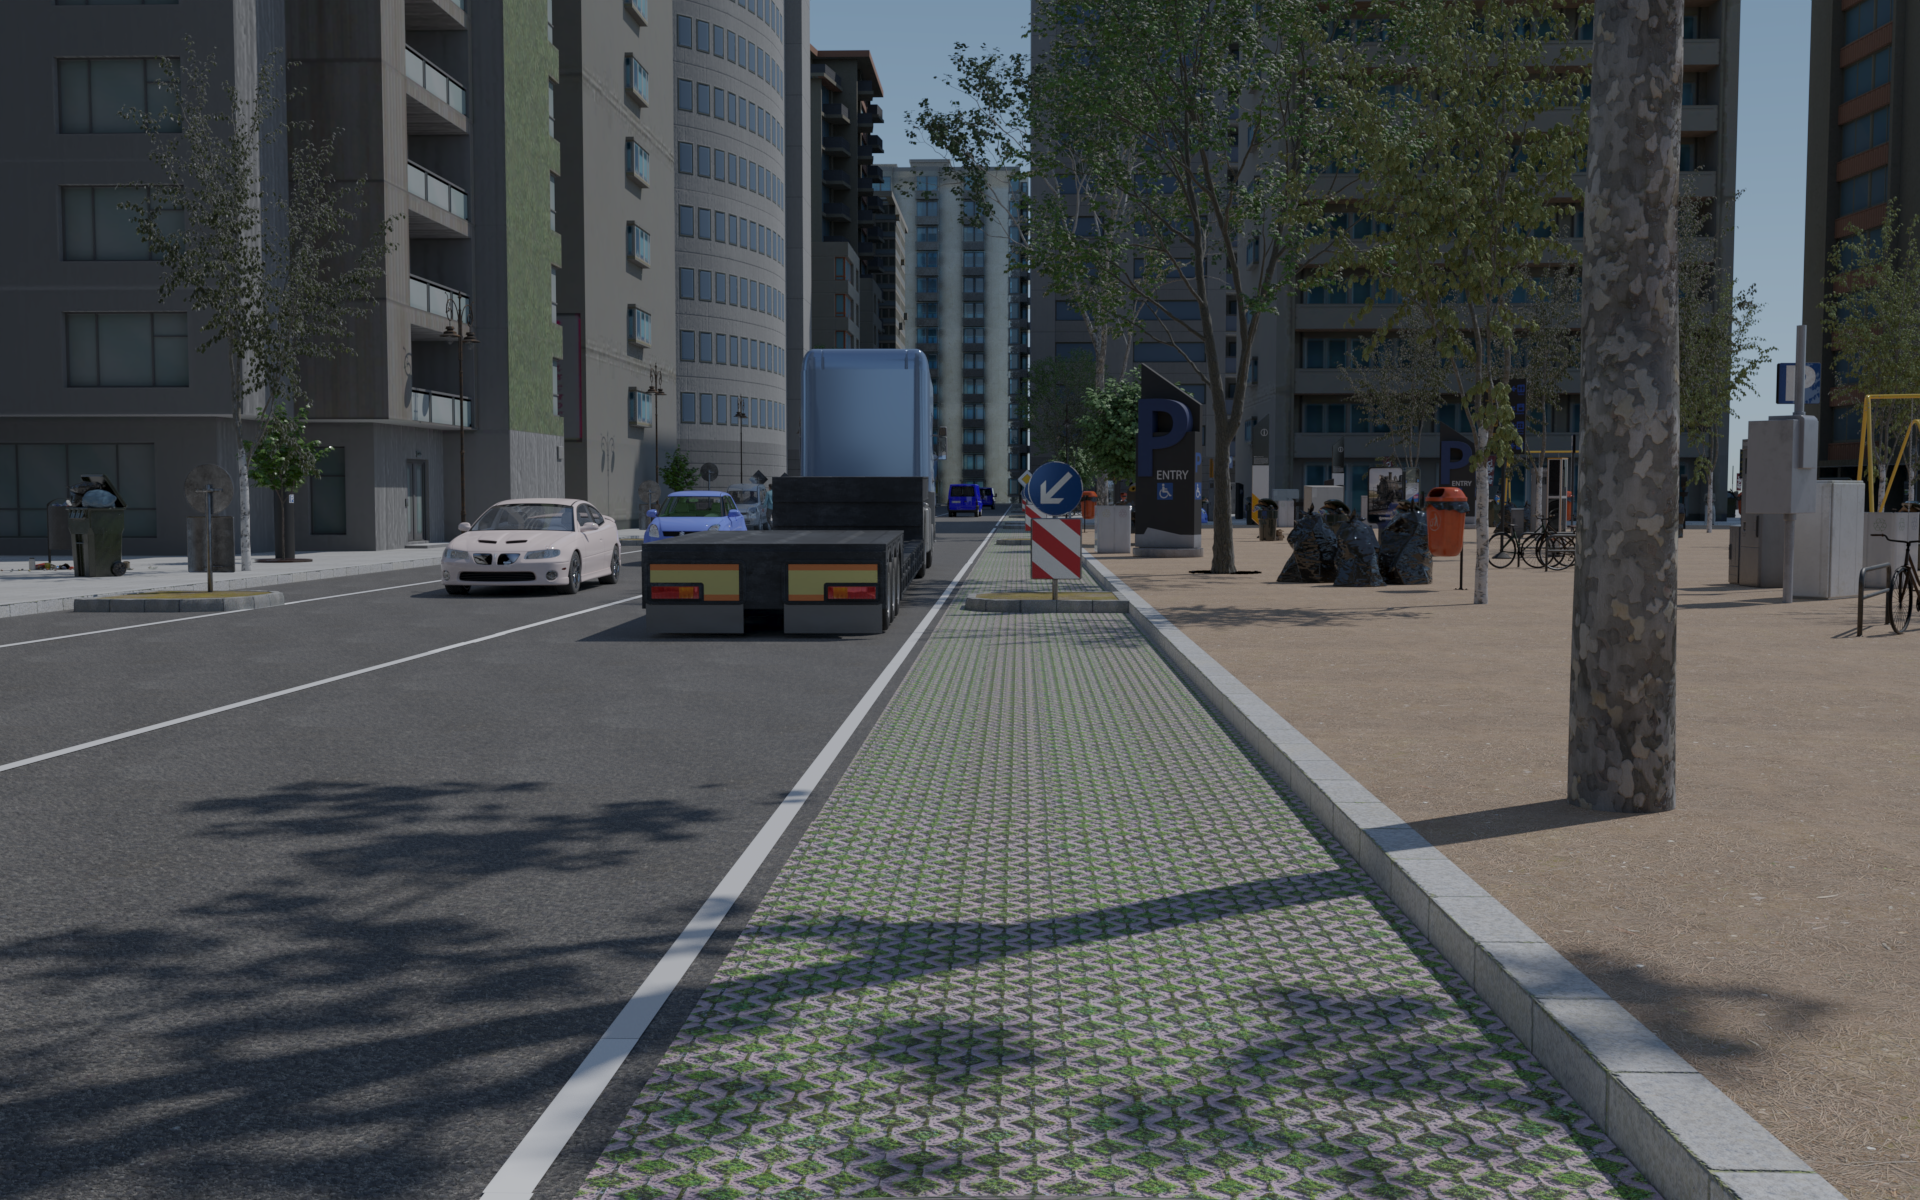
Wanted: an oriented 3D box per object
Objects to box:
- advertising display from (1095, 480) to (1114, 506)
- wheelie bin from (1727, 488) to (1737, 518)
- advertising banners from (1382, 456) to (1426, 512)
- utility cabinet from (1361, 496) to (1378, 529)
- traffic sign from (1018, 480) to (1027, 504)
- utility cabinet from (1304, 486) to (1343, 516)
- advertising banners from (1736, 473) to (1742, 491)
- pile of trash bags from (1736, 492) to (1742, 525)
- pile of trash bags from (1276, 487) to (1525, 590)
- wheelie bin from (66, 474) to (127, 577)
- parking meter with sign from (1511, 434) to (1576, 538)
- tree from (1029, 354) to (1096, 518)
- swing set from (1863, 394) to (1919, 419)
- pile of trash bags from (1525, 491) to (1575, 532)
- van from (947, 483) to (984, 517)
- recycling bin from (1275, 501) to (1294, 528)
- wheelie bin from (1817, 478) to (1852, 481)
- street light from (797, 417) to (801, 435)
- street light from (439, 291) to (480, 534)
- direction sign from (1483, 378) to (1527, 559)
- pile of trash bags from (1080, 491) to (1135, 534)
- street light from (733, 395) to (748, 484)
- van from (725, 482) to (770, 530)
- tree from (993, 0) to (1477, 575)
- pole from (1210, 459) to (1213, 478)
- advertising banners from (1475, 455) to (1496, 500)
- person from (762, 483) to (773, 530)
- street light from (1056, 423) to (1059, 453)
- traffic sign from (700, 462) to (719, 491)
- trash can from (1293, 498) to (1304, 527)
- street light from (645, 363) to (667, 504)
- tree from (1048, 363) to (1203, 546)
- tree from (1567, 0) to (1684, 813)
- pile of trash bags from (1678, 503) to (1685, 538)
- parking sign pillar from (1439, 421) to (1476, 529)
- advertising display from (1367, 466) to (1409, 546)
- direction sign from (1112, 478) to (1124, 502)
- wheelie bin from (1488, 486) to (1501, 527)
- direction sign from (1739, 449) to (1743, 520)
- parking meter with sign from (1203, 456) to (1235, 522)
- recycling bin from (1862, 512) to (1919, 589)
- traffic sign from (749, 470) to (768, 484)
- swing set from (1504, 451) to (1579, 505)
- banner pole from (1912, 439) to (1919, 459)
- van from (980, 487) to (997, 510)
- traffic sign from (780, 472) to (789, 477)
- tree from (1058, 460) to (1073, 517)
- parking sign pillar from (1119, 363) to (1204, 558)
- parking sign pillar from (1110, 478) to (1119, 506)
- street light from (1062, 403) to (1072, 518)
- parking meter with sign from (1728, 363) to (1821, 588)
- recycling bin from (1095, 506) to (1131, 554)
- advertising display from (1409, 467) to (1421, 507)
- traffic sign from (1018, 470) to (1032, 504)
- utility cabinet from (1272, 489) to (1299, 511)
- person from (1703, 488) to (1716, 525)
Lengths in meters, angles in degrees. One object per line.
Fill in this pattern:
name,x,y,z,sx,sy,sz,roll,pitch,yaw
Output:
advertising display,6.634,-4.535,79.369,0.974,1.923,0.123,-2,4,-29
wheelie bin,41.949,-5.286,94.340,0.693,1.594,0.980,2,4,23
advertising banners,20.502,-5.127,80.007,2.074,3.025,0.090,2,4,32
utility cabinet,15.473,-3.266,64.563,1.020,1.237,0.306,1,4,14
traffic sign,3.037,-4.620,79.179,0.795,2.450,0.064,0,4,2
utility cabinet,9.620,-2.270,45.800,1.173,1.500,0.318,-2,4,-34
advertising banners,63.871,-9.026,143.768,2.074,3.025,0.090,1,4,15
pile of trash bags,31.411,-3.462,66.349,1.912,1.369,3.447,-3,4,-37
pile of trash bags,5.986,-0.895,24.387,1.912,1.369,3.447,-1,4,-21
wheelie bin,-13.403,-1.161,26.887,0.980,1.594,0.693,2,4,31
parking meter with sign,17.056,-3.329,50.684,1.738,3.016,0.543,1,4,16
tree,5.763,-8.628,91.432,4.360,8.622,3.978,0,3,0
swing set,15.752,-1.789,26.875,3.119,2.851,2.862,1,4,21
pile of trash bags,18.736,-2.818,55.820,1.912,1.369,3.447,-1,4,-13
van,0.330,-6.378,108.660,2.240,2.365,5.245,0,4,4
recycling bin,12.521,-3.314,66.746,0.722,1.027,0.722,0,4,-5
wheelie bin,17.105,-1.588,33.876,0.693,1.594,0.980,-3,4,-38
street light,-9.279,-7.878,101.586,0.468,5.910,1.993,0,4,2
street light,-11.395,-4.087,39.610,0.468,5.910,1.993,0,4,2
direction sign,10.748,-2.585,34.262,0.876,3.537,0.379,3,5,41
pile of trash bags,5.430,-2.873,56.729,3.447,1.369,1.912,2,4,33
street light,-10.077,-6.546,79.821,0.468,5.910,1.993,0,4,2
van,-8.381,-3.679,67.170,2.013,2.044,4.112,0,4,1
tree,4.342,-6.236,27.710,9.928,11.665,9.643,0,3,0
pole,15.574,-6.927,107.097,0.158,3.312,0.155,0,3,0
advertising banners,23.182,-5.029,78.413,2.074,3.025,0.090,1,4,23
person,-6.915,-3.375,63.707,0.660,1.820,0.620,-3,5,-44
street light,6.166,-8.396,110.055,0.468,5.910,1.993,0,4,2
traffic sign,-10.104,-4.261,69.771,0.768,2.556,0.104,0,4,8
trash can,11.118,-2.719,56.108,0.748,1.137,0.748,0,3,0
street light,-10.694,-5.400,61.079,0.468,5.910,1.993,0,4,2
tree,4.403,-3.659,43.537,4.285,4.588,4.351,0,3,0
tree,4.128,-9.184,6.052,12.611,20.169,13.585,0,3,0
pile of trash bags,20.119,-2.493,50.507,1.912,1.369,3.447,1,4,19
parking sign pillar,18.258,-4.593,63.572,1.447,3.967,1.447,1,4,18
advertising display,9.989,-2.163,40.580,0.123,1.923,0.974,-3,5,-43
direction sign,10.072,-7.264,110.764,0.876,3.537,0.379,3,4,36
wheelie bin,20.464,-3.603,66.819,0.693,1.594,0.980,-3,5,-40
direction sign,39.544,-5.827,87.271,0.876,3.537,0.379,-2,4,-30
parking meter with sign,11.947,-5.163,80.680,0.543,3.016,1.738,-2,4,-27
recycling bin,12.615,-0.685,23.751,0.722,1.027,0.722,-3,4,-37
traffic sign,-8.326,-4.156,71.600,0.795,2.450,0.064,0,4,2
swing set,21.287,-4.002,63.046,3.119,2.851,2.862,1,4,13
banner pole,43.450,-5.433,78.846,0.401,3.779,0.863,1,4,9
van,2.257,-9.550,160.533,2.240,2.365,5.245,0,4,3
traffic sign,-8.050,-4.645,79.581,0.795,2.450,0.064,0,4,2
tree,6.074,-6.354,98.497,1.663,3.219,1.824,0,3,0
parking sign pillar,4.260,-2.867,35.351,1.447,3.967,1.447,2,4,29
parking sign pillar,9.856,-7.655,113.635,1.447,3.967,1.447,-1,4,-16
street light,5.392,-7.020,87.572,0.468,5.910,1.993,0,4,2
parking meter with sign,11.141,-1.689,23.881,0.543,3.016,1.738,0,4,1
recycling bin,3.319,-1.538,37.692,0.722,1.027,0.722,0,4,-1
advertising display,10.480,-2.208,41.314,0.974,1.923,0.123,0,4,-2
traffic sign,2.761,-4.132,71.199,0.795,2.450,0.064,0,4,2
utility cabinet,14.714,-4.260,78.335,1.173,1.500,0.318,0,4,-4
person,32.347,-4.015,74.698,0.519,1.759,0.362,1,4,10
